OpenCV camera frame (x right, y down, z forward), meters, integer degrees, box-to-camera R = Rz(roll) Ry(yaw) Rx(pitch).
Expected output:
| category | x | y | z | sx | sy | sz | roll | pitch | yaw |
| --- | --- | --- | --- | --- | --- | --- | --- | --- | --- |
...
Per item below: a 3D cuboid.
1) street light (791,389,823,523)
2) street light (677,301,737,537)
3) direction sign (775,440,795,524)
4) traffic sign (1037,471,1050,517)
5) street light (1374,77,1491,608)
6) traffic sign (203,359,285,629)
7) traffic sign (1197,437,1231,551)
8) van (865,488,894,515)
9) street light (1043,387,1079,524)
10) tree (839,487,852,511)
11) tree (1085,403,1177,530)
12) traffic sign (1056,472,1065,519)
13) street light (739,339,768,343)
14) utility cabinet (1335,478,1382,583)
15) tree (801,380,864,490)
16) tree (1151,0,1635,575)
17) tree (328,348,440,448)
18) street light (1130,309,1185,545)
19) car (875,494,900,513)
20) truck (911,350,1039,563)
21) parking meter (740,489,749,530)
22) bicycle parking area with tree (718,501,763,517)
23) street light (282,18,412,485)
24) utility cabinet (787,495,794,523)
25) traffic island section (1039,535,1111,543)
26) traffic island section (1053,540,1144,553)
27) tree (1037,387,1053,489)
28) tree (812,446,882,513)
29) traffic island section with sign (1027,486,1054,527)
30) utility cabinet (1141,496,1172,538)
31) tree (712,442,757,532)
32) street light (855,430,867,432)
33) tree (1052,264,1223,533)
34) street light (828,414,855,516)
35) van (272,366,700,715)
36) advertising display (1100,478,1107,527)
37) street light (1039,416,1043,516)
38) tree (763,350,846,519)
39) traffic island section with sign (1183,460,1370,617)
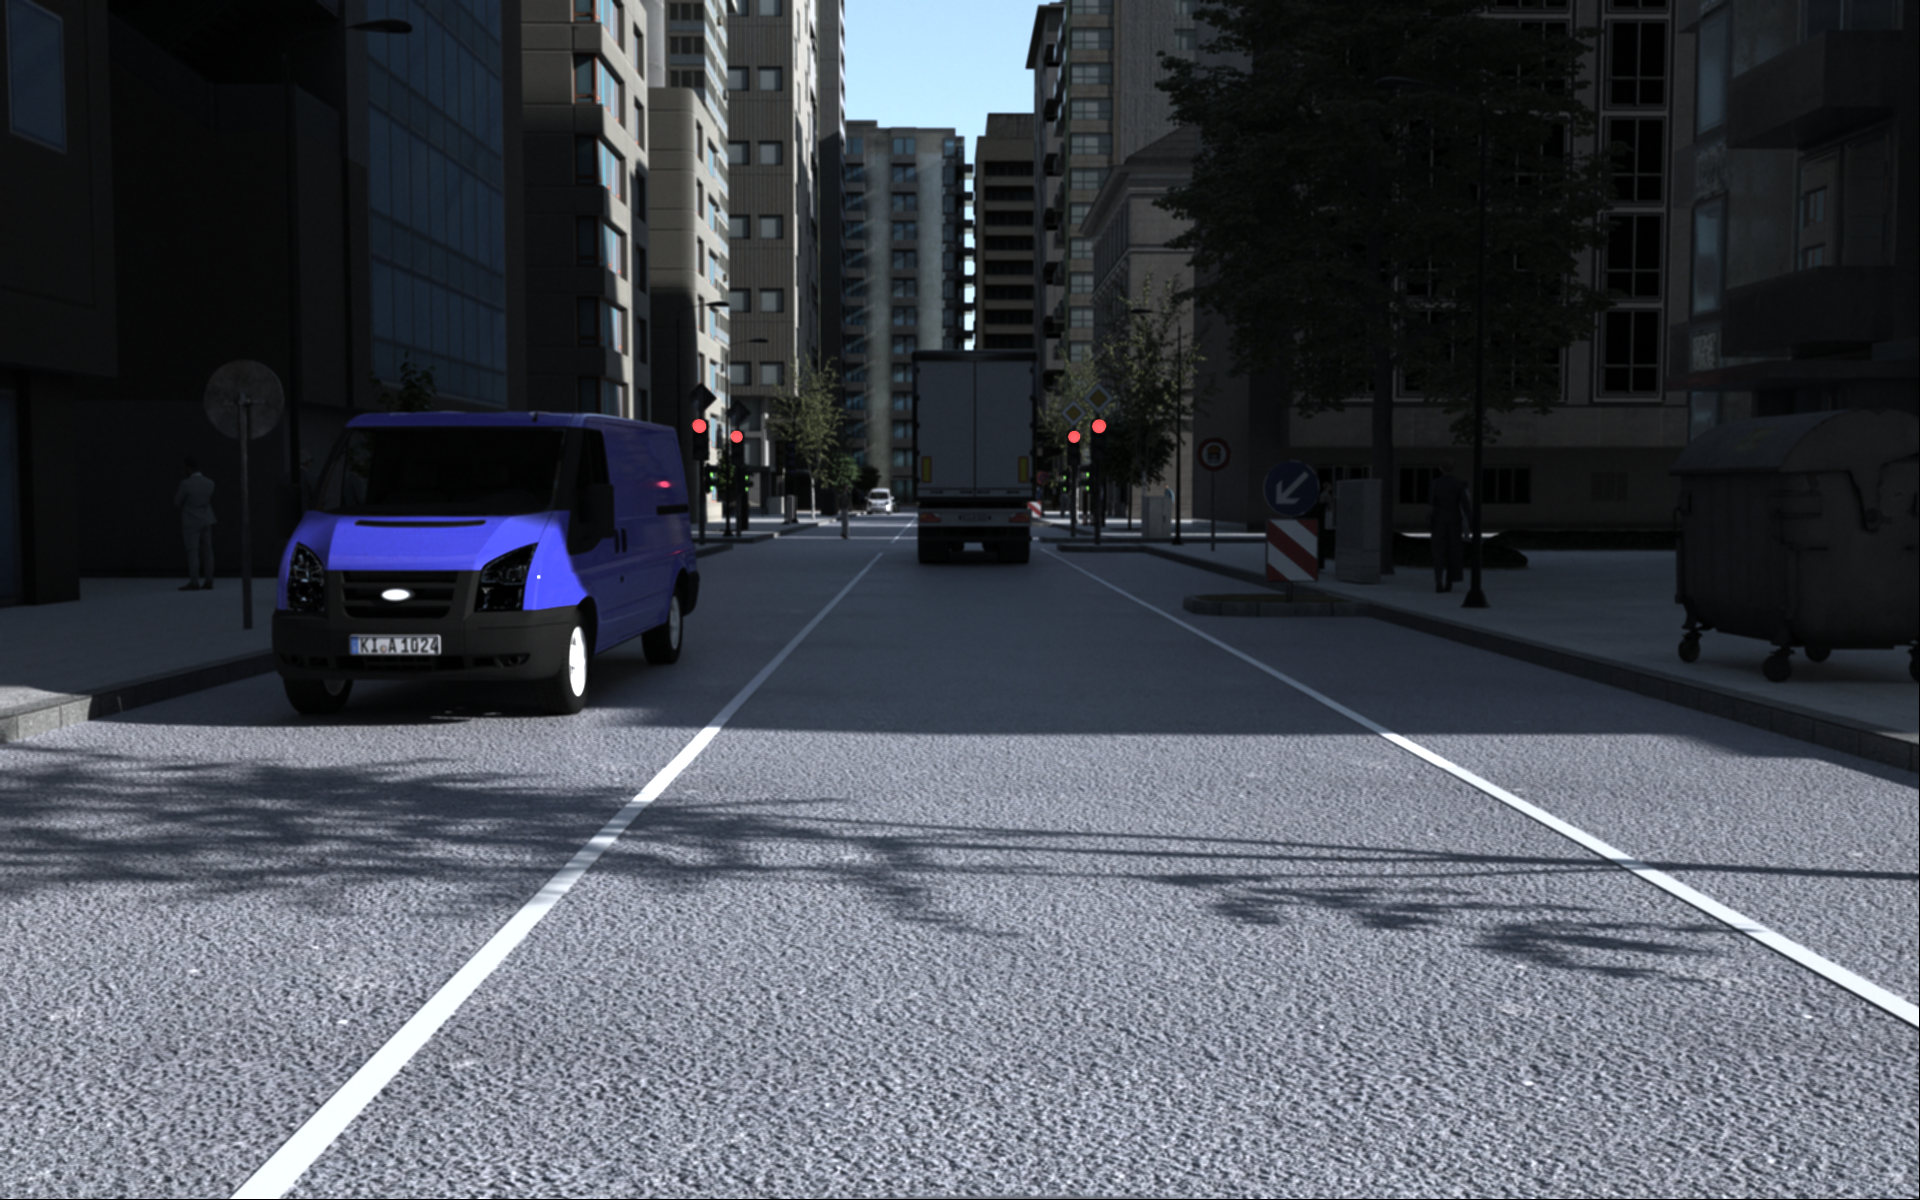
| category | x | y | z | sx | sy | sz | roll | pitch | yaw |
| --- | --- | --- | --- | --- | --- | --- | --- | --- | --- |
| street light | -6.759 | -6.356 | 76.468 | 1.470 | 5.913 | 1.316 | 0 | 4 | -1 |
| street light | -6.261 | -4.242 | 41.903 | 1.470 | 5.913 | 1.316 | 0 | 4 | -1 |
| direction sign | -7.384 | -4.970 | 73.252 | 0.876 | 3.537 | 0.379 | -2 | 4 | -28 |
| traffic sign | 4.693 | -5.964 | 97.611 | 0.768 | 2.556 | 0.104 | 0 | 4 | 1 |
| street light | 5.312 | -2.871 | 19.484 | 1.470 | 5.913 | 1.316 | 0 | 4 | -1 |
| traffic sign | -6.772 | -0.996 | 16.392 | 0.768 | 2.556 | 0.104 | 0 | 4 | 1 |
| traffic sign | 5.681 | -2.368 | 38.827 | 0.768 | 2.556 | 0.104 | 0 | 4 | 2 |
| van | -5.628 | -6.979 | 121.116 | 2.013 | 2.044 | 4.112 | 0 | 4 | 0 |
| street light | 4.497 | -6.289 | 75.371 | 1.470 | 5.913 | 1.316 | 0 | 4 | -1 |
| tree | -9.237 | -8.578 | 134.853 | 1.663 | 3.219 | 1.824 | 0 | 3 | 0 |
| tree | 6.083 | -4.775 | 61.792 | 4.285 | 4.588 | 4.351 | 0 | 3 | 0 |
| traffic sign | 5.354 | -5.522 | 90.395 | 0.768 | 2.556 | 0.104 | 1 | 4 | 9 |
| street light | -6.426 | -4.850 | 51.840 | 1.470 | 5.913 | 1.316 | 0 | 4 | -1 |
| utility cabinet | 5.755 | -1.005 | 25.113 | 0.318 | 1.500 | 1.173 | 0 | 4 | -6 |
| tree | -8.327 | -9.773 | 110.158 | 4.360 | 8.622 | 3.978 | 0 | 3 | 0 |
| tree | 6.427 | -6.701 | 27.685 | 7.486 | 12.596 | 7.792 | 0 | 3 | 0 |
| tree | -7.316 | -1.748 | 23.186 | 1.663 | 3.219 | 1.824 | 0 | 3 | 0 |
| street light | 4.956 | -4.341 | 43.523 | 1.470 | 5.913 | 1.316 | 0 | 4 | -1 |
| car | -5.536 | -7.456 | 131.690 | 2.009 | 1.686 | 4.222 | 0 | 4 | 1 |
| truck | 0.283 | -3.080 | 39.277 | 2.839 | 4.237 | 11.283 | 0 | 3 | 0 |
| parking meter | -7.706 | -3.430 | 61.789 | 0.255 | 1.863 | 0.399 | 0 | 4 | 5 |
| bicycle parking area with tree | -15.422 | -6.578 | 94.548 | 9.016 | 4.147 | 8.231 | 3 | 5 | 42 |
| street light | -6.052 | -2.724 | 17.082 | 1.470 | 5.913 | 1.316 | 0 | 4 | -1 |
| utility cabinet | -7.568 | -4.084 | 77.931 | 0.306 | 1.237 | 1.020 | 0 | 4 | 3 |
| traffic island section | 3.408 | -1.809 | 51.851 | 2.009 | 0.180 | 2.903 | 0 | 4 | -1 |
| traffic island section | 3.505 | -1.320 | 43.866 | 2.009 | 0.180 | 2.903 | 0 | 4 | -1 |
| tree | 5.616 | -8.161 | 83.797 | 4.737 | 8.622 | 4.395 | 0 | 3 | 0 |
| tree | -8.149 | -8.122 | 116.501 | 4.285 | 4.588 | 4.351 | 0 | 3 | 0 |
| traffic island section with sign | 3.125 | -4.148 | 76.448 | 1.989 | 1.847 | 2.006 | 0 | 4 | -1 |
| utility cabinet | 5.808 | -2.444 | 51.123 | 1.020 | 1.237 | 0.306 | -3 | 5 | -42 |
| tree | -8.006 | -3.944 | 59.082 | 1.663 | 3.219 | 1.824 | 0 | 3 | 0 |
| street light | -7.361 | -9.319 | 124.906 | 1.470 | 5.913 | 1.316 | 0 | 4 | -1 |
| tree | 6.212 | -6.497 | 56.582 | 4.737 | 8.622 | 4.395 | 0 | 3 | 0 |
| street light | -7.015 | -7.849 | 100.868 | 1.470 | 5.913 | 1.316 | 0 | 4 | -1 |
| van | -3.362 | -0.529 | 13.041 | 2.240 | 2.365 | 5.245 | 0 | 4 | 1 |
| advertising display | 5.508 | -3.803 | 67.401 | 0.123 | 1.923 | 0.974 | -1 | 4 | -11 |
| street light | 4.251 | -7.803 | 100.122 | 1.470 | 5.913 | 1.316 | 0 | 4 | -1 |
| tree | -7.598 | -8.392 | 87.579 | 4.737 | 8.622 | 4.395 | 0 | 3 | 0 |
| traffic island section with sign | 3.783 | -0.765 | 21.140 | 1.989 | 1.847 | 2.006 | 0 | 4 | -1 |
